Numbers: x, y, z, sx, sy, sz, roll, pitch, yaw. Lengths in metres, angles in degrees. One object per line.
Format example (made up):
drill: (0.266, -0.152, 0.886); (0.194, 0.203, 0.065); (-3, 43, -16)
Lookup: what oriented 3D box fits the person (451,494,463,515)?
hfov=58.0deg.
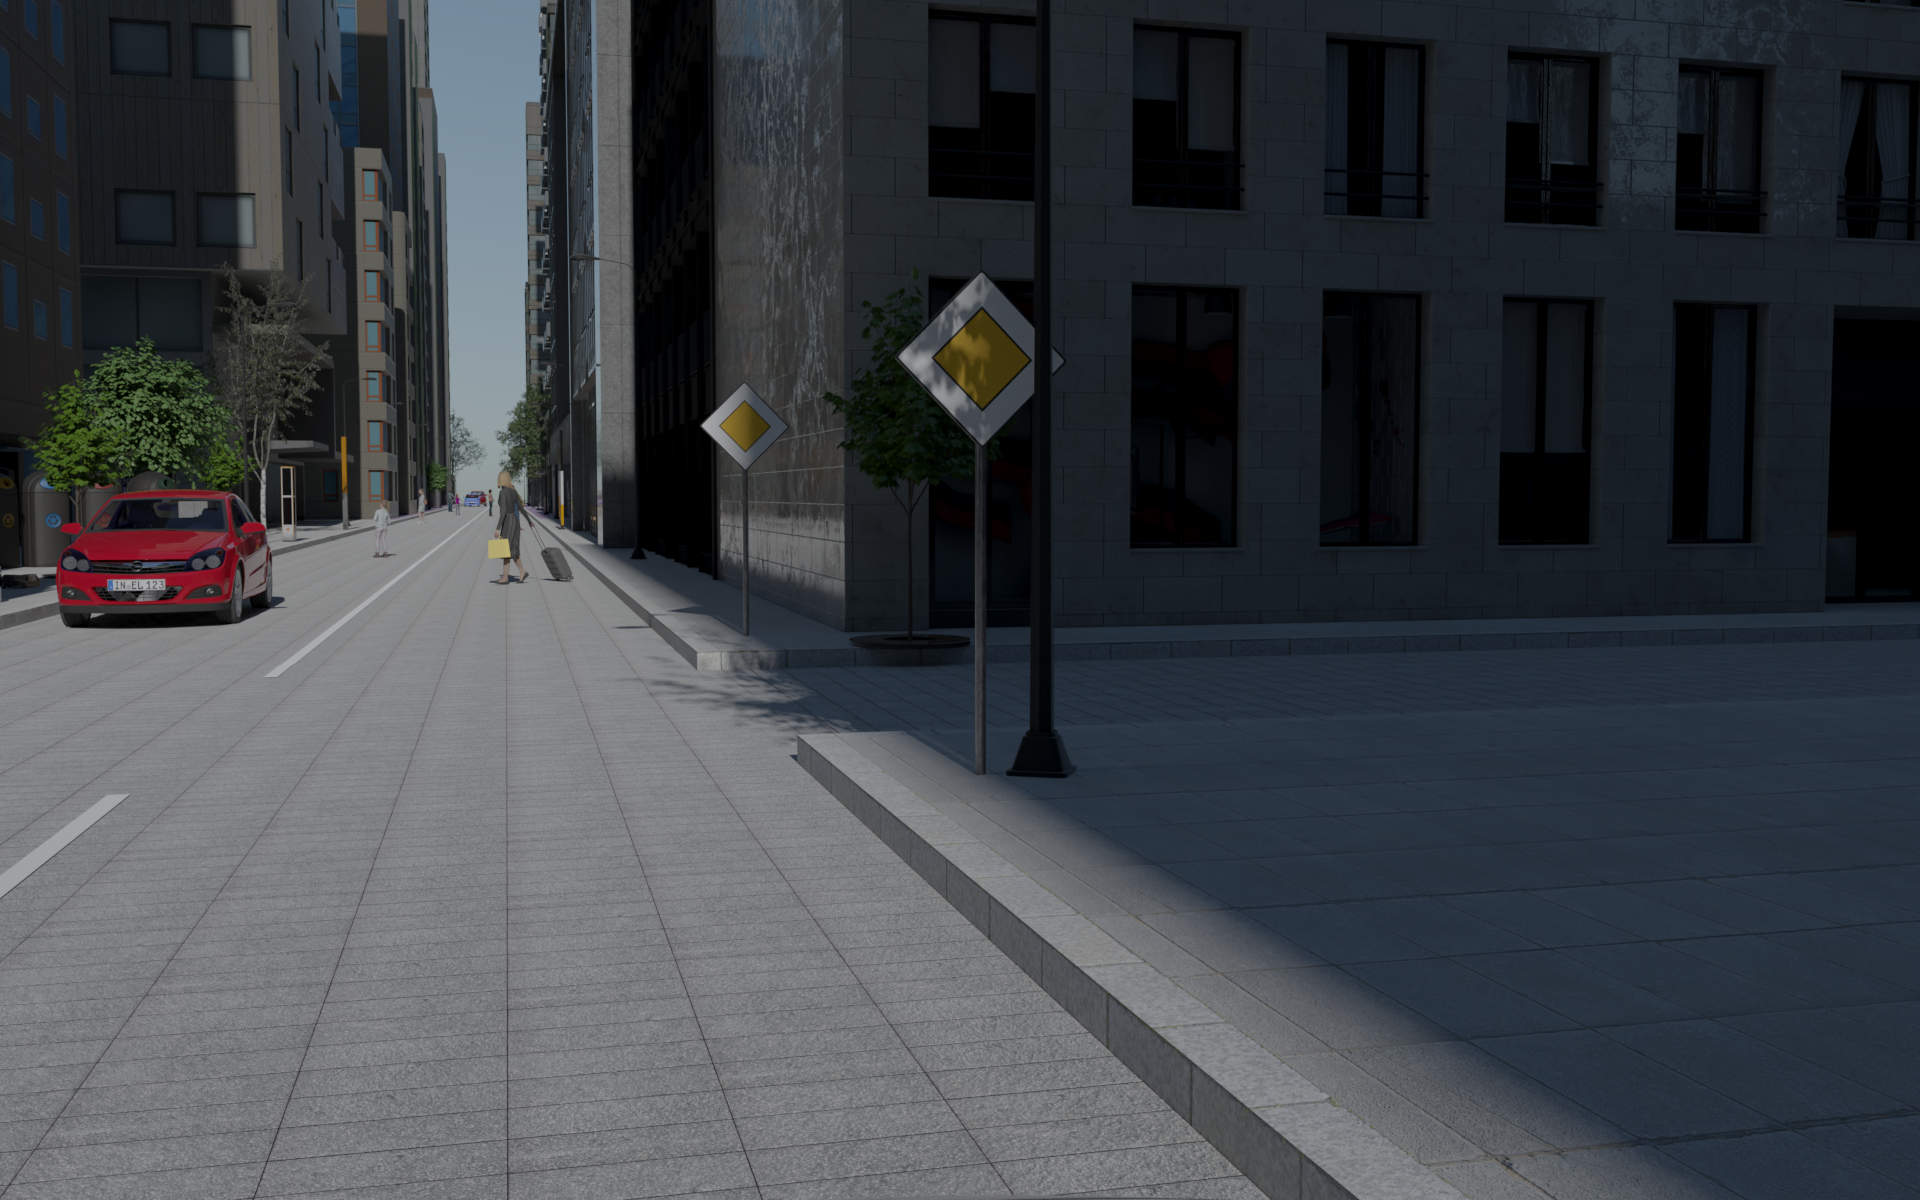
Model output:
person: (-34.191, -6.499, 117.977); (0.991, 1.433, 0.599); (-3, 5, -43)

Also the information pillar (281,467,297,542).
information pillar: (-18.021, -2.569, 46.493); (0.304, 2.012, 0.304); (0, 4, -7)

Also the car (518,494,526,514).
car: (-32.984, -7.170, 127.460); (2.015, 1.641, 3.980); (-1, 4, -13)

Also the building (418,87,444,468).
building: (-63.178, -32.769, 185.887); (14.600, 45.320, 14.200); (-1, 4, -15)

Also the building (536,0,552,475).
building: (-24.595, -32.420, 149.670); (23.786, 49.044, 30.456); (-1, 4, -15)

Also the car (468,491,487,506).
car: (-56.186, -11.807, 201.714); (2.281, 1.827, 5.304); (-1, 4, -14)

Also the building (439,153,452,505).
building: (-66.590, -31.596, 200.182); (14.154, 41.232, 14.086); (-1, 4, -15)

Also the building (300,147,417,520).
building: (-45.950, -15.439, 97.463); (27.650, 21.520, 28.899); (-1, 4, -15)

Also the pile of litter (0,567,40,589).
pile of litter: (-13.406, -0.612, 23.974); (1.176, 0.858, 1.719); (-2, 4, -35)

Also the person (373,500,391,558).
person: (-13.033, -1.601, 38.955); (0.394, 1.301, 0.425); (2, 4, 25)

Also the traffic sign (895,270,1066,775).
traffic sign: (0.091, -0.258, 7.863); (0.795, 2.450, 0.064); (-1, 4, -15)

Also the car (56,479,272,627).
car: (-9.176, -0.682, 20.187); (2.155, 1.783, 4.494); (-1, 4, -15)

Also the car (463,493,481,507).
car: (-55.494, -11.458, 196.931); (1.945, 1.707, 3.694); (-1, 4, -15)

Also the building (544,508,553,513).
building: (-13.548, -26.474, 124.736); (32.217, 40.220, 23.993); (-1, 4, -15)

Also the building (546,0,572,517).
building: (-17.592, -20.344, 104.323); (14.160, 30.474, 14.107); (-1, 4, -15)

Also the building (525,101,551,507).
building: (-38.981, -30.689, 185.352); (14.154, 41.232, 14.086); (-1, 4, -15)

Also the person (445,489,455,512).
person: (-40.911, -7.983, 139.106); (1.350, 1.814, 0.705); (2, 4, 32)

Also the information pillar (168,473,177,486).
information pillar: (-25.422, -3.138, 55.793); (0.304, 2.012, 0.304); (-1, 4, -8)

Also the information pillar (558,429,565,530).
information pillar: (-14.433, -4.359, 62.631); (0.183, 3.616, 0.504); (-1, 4, -23)

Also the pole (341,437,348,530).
pole: (-21.958, -4.158, 61.822); (0.158, 3.312, 0.155); (0, 3, 0)

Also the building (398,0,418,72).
building: (-53.303, -28.334, 146.861); (14.154, 41.232, 14.086); (-1, 4, -15)

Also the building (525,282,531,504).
building: (-52.188, -28.462, 237.062); (14.160, 30.474, 14.107); (-1, 4, -15)

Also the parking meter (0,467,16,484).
parking meter: (-19.562, -1.820, 35.467); (0.399, 1.863, 0.255); (0, 4, -6)

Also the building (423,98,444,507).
building: (-59.559, -29.883, 172.189); (14.154, 41.232, 14.086); (-1, 4, -15)

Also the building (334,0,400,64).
building: (-45.949, -28.676, 118.969); (14.600, 45.320, 14.200); (-1, 4, -15)

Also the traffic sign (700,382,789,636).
traffic sign: (-1.933, -0.731, 15.588); (0.795, 2.450, 0.064); (-1, 4, -15)

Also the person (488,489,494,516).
person: (-30.129, -6.255, 111.474); (0.721, 1.736, 1.217); (0, 4, -3)

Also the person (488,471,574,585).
person: (-6.893, -1.163, 27.731); (1.509, 1.804, 0.699); (-3, 5, -42)

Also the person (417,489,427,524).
person: (-26.249, -4.586, 84.481); (0.522, 1.701, 0.512); (-1, 4, -20)

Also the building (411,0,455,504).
building: (-74.084, -47.520, 215.210); (20.563, 71.187, 20.611); (-1, 4, -15)

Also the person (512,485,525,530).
person: (-17.647, -3.660, 68.518); (0.721, 1.800, 0.419); (0, 4, 8)
